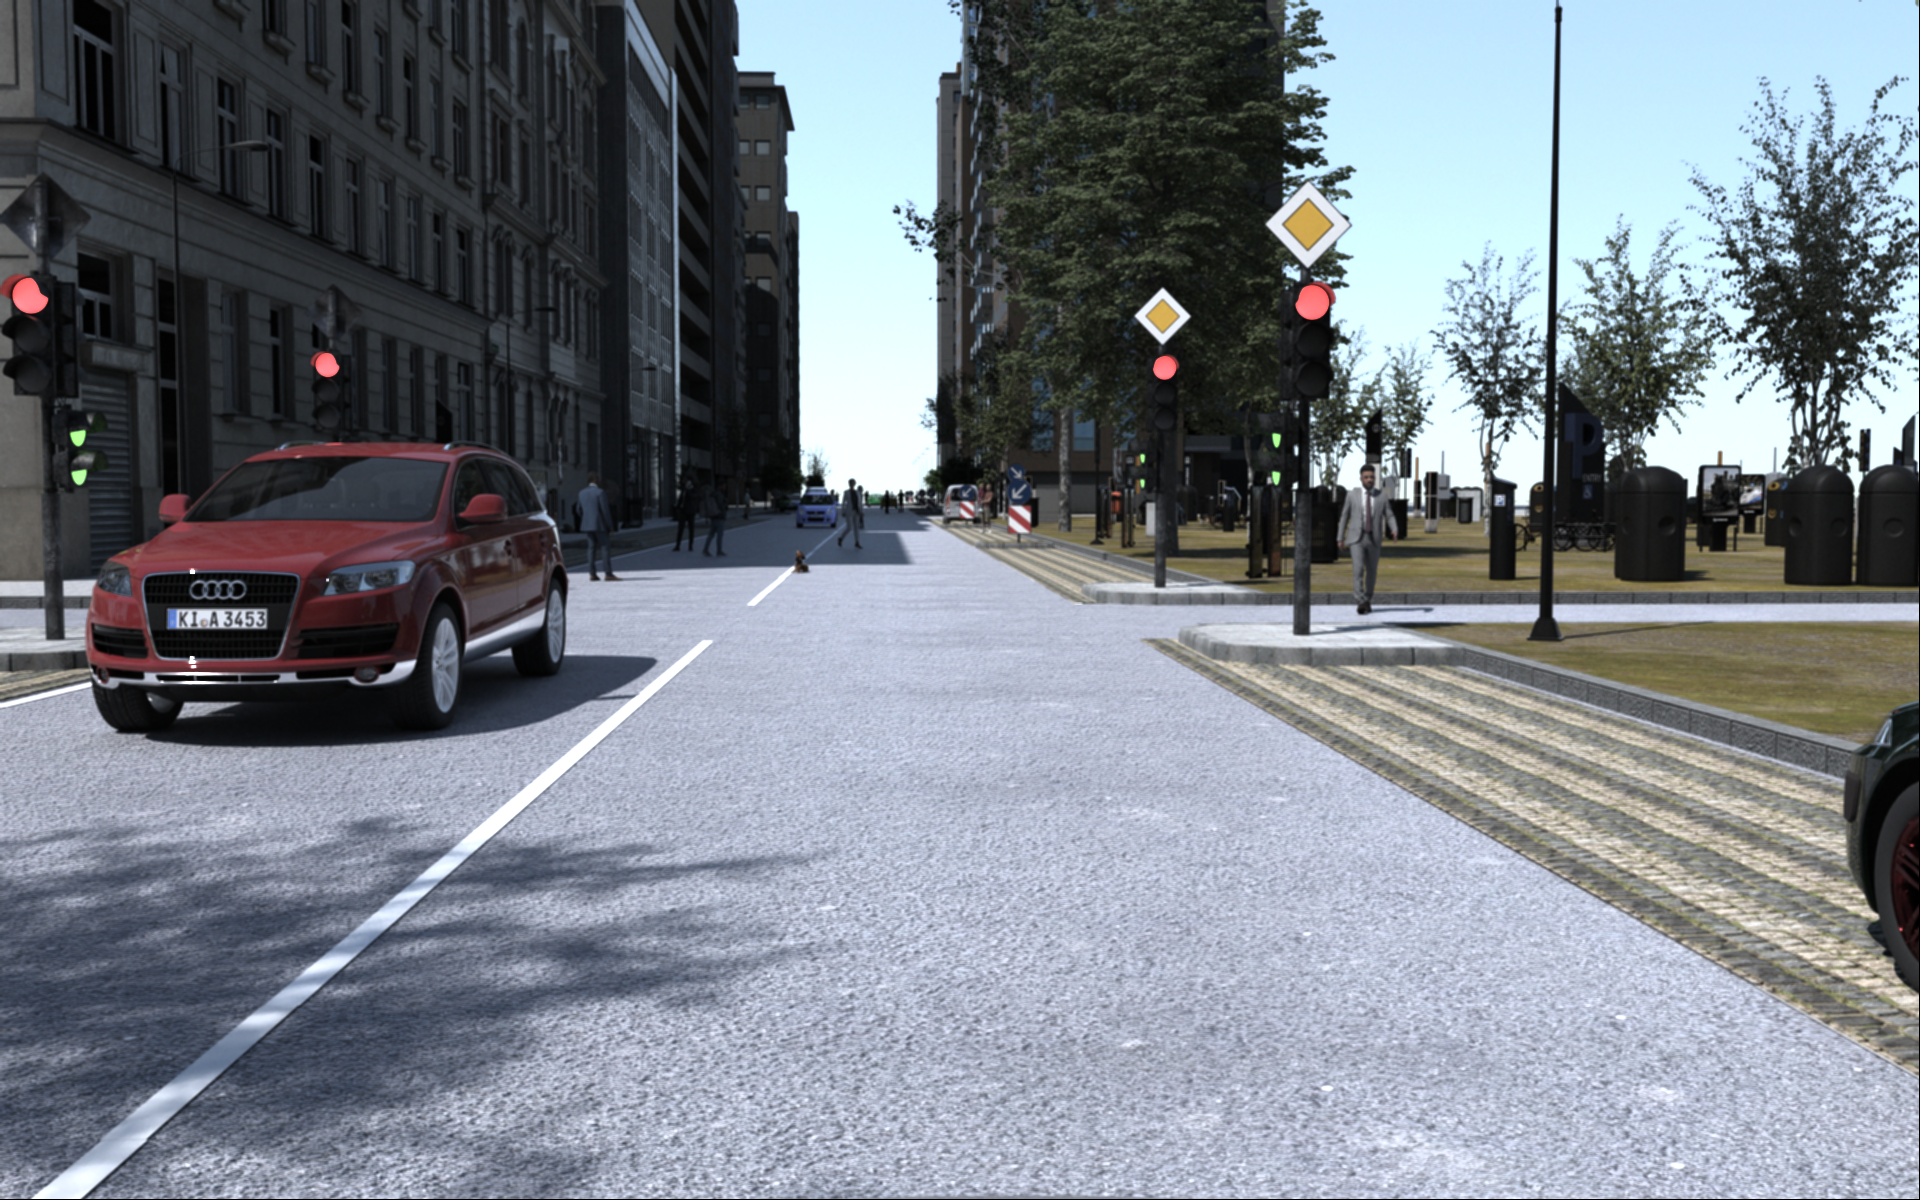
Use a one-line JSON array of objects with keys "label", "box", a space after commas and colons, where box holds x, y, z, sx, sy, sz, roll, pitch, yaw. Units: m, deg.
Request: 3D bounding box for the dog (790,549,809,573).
[{"label": "dog", "box": [-3.001, -0.709, 31.781, 0.550, 0.427, 0.748, 2, 4, 26]}]

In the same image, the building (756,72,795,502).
[{"label": "building", "box": [-35.856, -38.614, 220.578, 28.713, 52.752, 27.495, 0, 4, -3]}]

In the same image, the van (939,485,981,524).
[{"label": "van", "box": [0.084, -4.402, 78.988, 2.013, 2.044, 4.112, 0, 4, -2]}]

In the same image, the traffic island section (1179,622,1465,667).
[{"label": "traffic island section", "box": [3.134, 0.397, 15.783, 2.009, 0.180, 2.903, 0, 4, -3]}]

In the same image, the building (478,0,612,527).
[{"label": "building", "box": [-21.700, -17.025, 65.752, 14.401, 28.519, 23.554, 0, 4, -3]}]

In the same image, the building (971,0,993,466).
[{"label": "building", "box": [12.497, -32.883, 157.249, 23.786, 49.044, 30.456, 0, 4, -3]}]

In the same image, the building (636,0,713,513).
[{"label": "building", "box": [-27.262, -29.598, 107.631, 21.300, 48.544, 21.600, 0, 4, -3]}]

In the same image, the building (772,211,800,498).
[{"label": "building", "box": [-29.826, -34.219, 243.082, 14.154, 41.232, 14.086, 0, 4, -3]}]

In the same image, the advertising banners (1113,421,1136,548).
[{"label": "advertising banners", "box": [3.951, -2.762, 41.339, 0.090, 3.025, 2.074, 1, 4, 17]}]

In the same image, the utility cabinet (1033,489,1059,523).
[{"label": "utility cabinet", "box": [3.786, -4.153, 76.574, 1.173, 1.500, 0.318, -2, 4, -26]}]

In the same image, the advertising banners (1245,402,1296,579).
[{"label": "advertising banners", "box": [4.890, -1.880, 26.920, 0.090, 3.025, 2.074, 2, 4, 32]}]

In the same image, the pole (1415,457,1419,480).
[{"label": "pole", "box": [25.112, -6.199, 95.203, 0.158, 3.312, 0.155, 0, 3, 0]}]

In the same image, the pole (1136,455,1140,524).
[{"label": "pole", "box": [7.619, -4.904, 74.028, 0.158, 3.312, 0.155, 0, 3, 0]}]

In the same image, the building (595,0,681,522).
[{"label": "building", "box": [-21.444, -16.499, 87.774, 12.078, 24.808, 19.932, 0, 4, -3]}]

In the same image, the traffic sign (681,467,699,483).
[{"label": "traffic sign", "box": [-12.950, -5.083, 83.105, 0.884, 2.594, 0.081, 0, 4, -1]}]

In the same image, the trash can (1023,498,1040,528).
[{"label": "trash can", "box": [2.712, -3.360, 66.586, 0.748, 1.137, 0.748, 0, 3, 0]}]

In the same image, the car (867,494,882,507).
[{"label": "car", "box": [-9.249, -11.121, 190.625, 1.959, 1.807, 4.718, 0, 4, -4]}]

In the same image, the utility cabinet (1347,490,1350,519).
[{"label": "utility cabinet", "box": [19.481, -4.878, 88.426, 1.173, 1.500, 0.318, -2, 4, -35]}]

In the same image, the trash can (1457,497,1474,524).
[{"label": "trash can", "box": [21.890, -3.877, 75.035, 0.748, 1.137, 0.748, 0, 3, 0]}]

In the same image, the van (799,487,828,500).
[{"label": "van", "box": [-8.598, -5.913, 103.693, 2.013, 2.044, 4.112, 0, 4, -4]}]

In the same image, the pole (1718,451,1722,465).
[{"label": "pole", "box": [35.890, -5.384, 81.866, 0.158, 3.312, 0.155, 0, 3, 0]}]

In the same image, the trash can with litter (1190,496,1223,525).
[{"label": "trash can with litter", "box": [10.697, -3.797, 73.139, 1.678, 1.210, 2.233, -1, 4, -14]}]

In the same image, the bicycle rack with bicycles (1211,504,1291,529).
[{"label": "bicycle rack with bicycles", "box": [11.001, -3.171, 65.230, 2.925, 0.926, 2.852, 1, 4, 12]}]

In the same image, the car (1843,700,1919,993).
[{"label": "car", "box": [3.602, 0.377, 3.618, 2.009, 1.686, 4.222, 0, 4, -2]}]

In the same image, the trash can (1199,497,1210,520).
[{"label": "trash can", "box": [12.203, -4.540, 85.884, 0.748, 1.137, 0.748, 0, 3, 0]}]

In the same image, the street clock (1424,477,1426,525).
[{"label": "street clock", "box": [19.498, -4.137, 72.206, 0.358, 2.002, 0.471, 0, 4, -1]}]

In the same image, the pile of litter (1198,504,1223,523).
[{"label": "pile of litter", "box": [11.390, -3.855, 76.997, 1.719, 0.858, 1.176, 0, 4, -4]}]

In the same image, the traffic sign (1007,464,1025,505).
[{"label": "traffic sign", "box": [2.355, -4.429, 72.512, 0.768, 2.556, 0.104, 0, 4, 1]}]

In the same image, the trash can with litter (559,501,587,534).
[{"label": "trash can with litter", "box": [-12.527, -2.764, 56.575, 0.624, 1.170, 1.055, 3, 4, 38]}]

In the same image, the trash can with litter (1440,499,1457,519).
[{"label": "trash can with litter", "box": [25.458, -4.821, 89.887, 2.233, 1.210, 1.678, 2, 4, 30]}]

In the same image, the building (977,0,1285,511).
[{"label": "building", "box": [12.030, -42.346, 130.609, 20.563, 71.187, 20.611, 0, 4, -3]}]

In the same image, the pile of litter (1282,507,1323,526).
[{"label": "pile of litter", "box": [13.901, -3.441, 70.223, 1.176, 0.858, 1.719, -2, 4, -31]}]

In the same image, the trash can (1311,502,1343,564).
[{"label": "trash can", "box": [6.677, -1.243, 31.984, 0.748, 1.137, 0.748, 0, 3, 0]}]

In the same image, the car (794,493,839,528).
[{"label": "car", "box": [-6.196, -3.990, 74.833, 1.945, 1.707, 3.694, 0, 4, -4]}]

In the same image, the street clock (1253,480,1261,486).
[{"label": "street clock", "box": [15.442, -5.258, 90.542, 0.471, 2.002, 0.358, 3, 5, 41]}]

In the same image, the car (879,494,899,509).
[{"label": "car", "box": [-6.901, -9.676, 168.418, 2.015, 1.641, 3.980, 0, 4, -3]}]

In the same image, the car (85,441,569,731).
[{"label": "car", "box": [-4.169, -0.215, 12.194, 2.281, 1.827, 5.304, 0, 4, -1]}]

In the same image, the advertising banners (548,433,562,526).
[{"label": "advertising banners", "box": [-11.444, -3.218, 48.794, 0.090, 3.025, 2.074, 0, 4, 1]}]

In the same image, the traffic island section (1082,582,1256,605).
[{"label": "traffic island section", "box": [2.767, -0.090, 23.759, 2.009, 0.180, 2.903, 0, 4, -3]}]

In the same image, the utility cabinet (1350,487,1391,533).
[{"label": "utility cabinet", "box": [13.473, -2.937, 56.694, 1.173, 1.500, 0.318, 0, 4, 4]}]

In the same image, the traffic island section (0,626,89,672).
[{"label": "traffic island section", "box": [-7.996, 0.428, 15.277, 2.009, 0.180, 2.903, 0, 4, -3]}]

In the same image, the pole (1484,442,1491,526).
[{"label": "pole", "box": [20.865, -4.565, 68.480, 0.158, 3.312, 0.155, 0, 3, 0]}]

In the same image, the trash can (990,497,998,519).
[{"label": "trash can", "box": [1.638, -4.758, 89.441, 0.748, 1.137, 0.748, 0, 3, 0]}]

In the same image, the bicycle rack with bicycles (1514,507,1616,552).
[{"label": "bicycle rack with bicycles", "box": [14.043, -1.574, 39.113, 2.925, 0.926, 2.852, 3, 4, 36]}]

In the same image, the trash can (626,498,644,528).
[{"label": "trash can", "box": [-12.341, -3.302, 65.641, 0.748, 1.137, 0.748, 0, 3, 0]}]

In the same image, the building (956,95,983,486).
[{"label": "building", "box": [6.739, -33.107, 191.412, 14.600, 45.320, 14.200, 0, 4, -3]}]

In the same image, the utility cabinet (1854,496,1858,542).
[{"label": "utility cabinet", "box": [24.299, -2.124, 45.895, 1.020, 1.237, 0.306, 2, 4, 35]}]

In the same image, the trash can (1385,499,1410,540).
[{"label": "trash can", "box": [12.349, -2.286, 49.025, 0.748, 1.137, 0.748, 0, 3, 0]}]

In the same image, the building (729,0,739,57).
[{"label": "building", "box": [-32.902, -34.079, 146.430, 28.713, 52.752, 27.495, 0, 4, -3]}]

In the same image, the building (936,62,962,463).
[{"label": "building", "box": [7.247, -42.929, 243.891, 21.231, 58.520, 28.212, 0, 4, -3]}]

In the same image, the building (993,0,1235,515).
[{"label": "building", "box": [9.527, -28.366, 113.893, 14.600, 45.320, 14.200, 0, 4, -3]}]

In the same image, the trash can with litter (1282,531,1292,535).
[{"label": "trash can with litter", "box": [9.809, -2.633, 54.107, 1.678, 1.210, 2.233, 1, 4, 14]}]

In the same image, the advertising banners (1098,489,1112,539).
[{"label": "advertising banners", "box": [4.346, -3.329, 50.612, 0.090, 3.025, 2.074, 1, 4, 20]}]

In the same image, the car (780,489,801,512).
[{"label": "car", "box": [-13.371, -7.876, 137.569, 1.959, 1.807, 4.718, 0, 4, -2]}]

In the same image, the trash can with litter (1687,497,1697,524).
[{"label": "trash can with litter", "box": [31.205, -3.822, 73.871, 0.624, 1.170, 1.055, 3, 5, 39]}]

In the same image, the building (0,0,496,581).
[{"label": "building", "box": [-21.287, -12.562, 38.670, 16.112, 22.955, 30.059, 0, 4, -3]}]

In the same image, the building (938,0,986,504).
[{"label": "building", "box": [8.967, -55.060, 212.902, 22.319, 86.520, 31.000, 0, 4, -3]}]

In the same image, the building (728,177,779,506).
[{"label": "building", "box": [-36.924, -30.761, 194.821, 32.217, 40.220, 23.993, 0, 4, -3]}]

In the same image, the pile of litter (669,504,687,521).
[{"label": "pile of litter", "box": [-13.177, -4.158, 81.954, 1.176, 0.858, 1.719, -1, 4, -12]}]

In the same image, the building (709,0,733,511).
[{"label": "building", "box": [-24.236, -29.120, 126.224, 14.600, 45.320, 14.200, 0, 4, -3]}]
